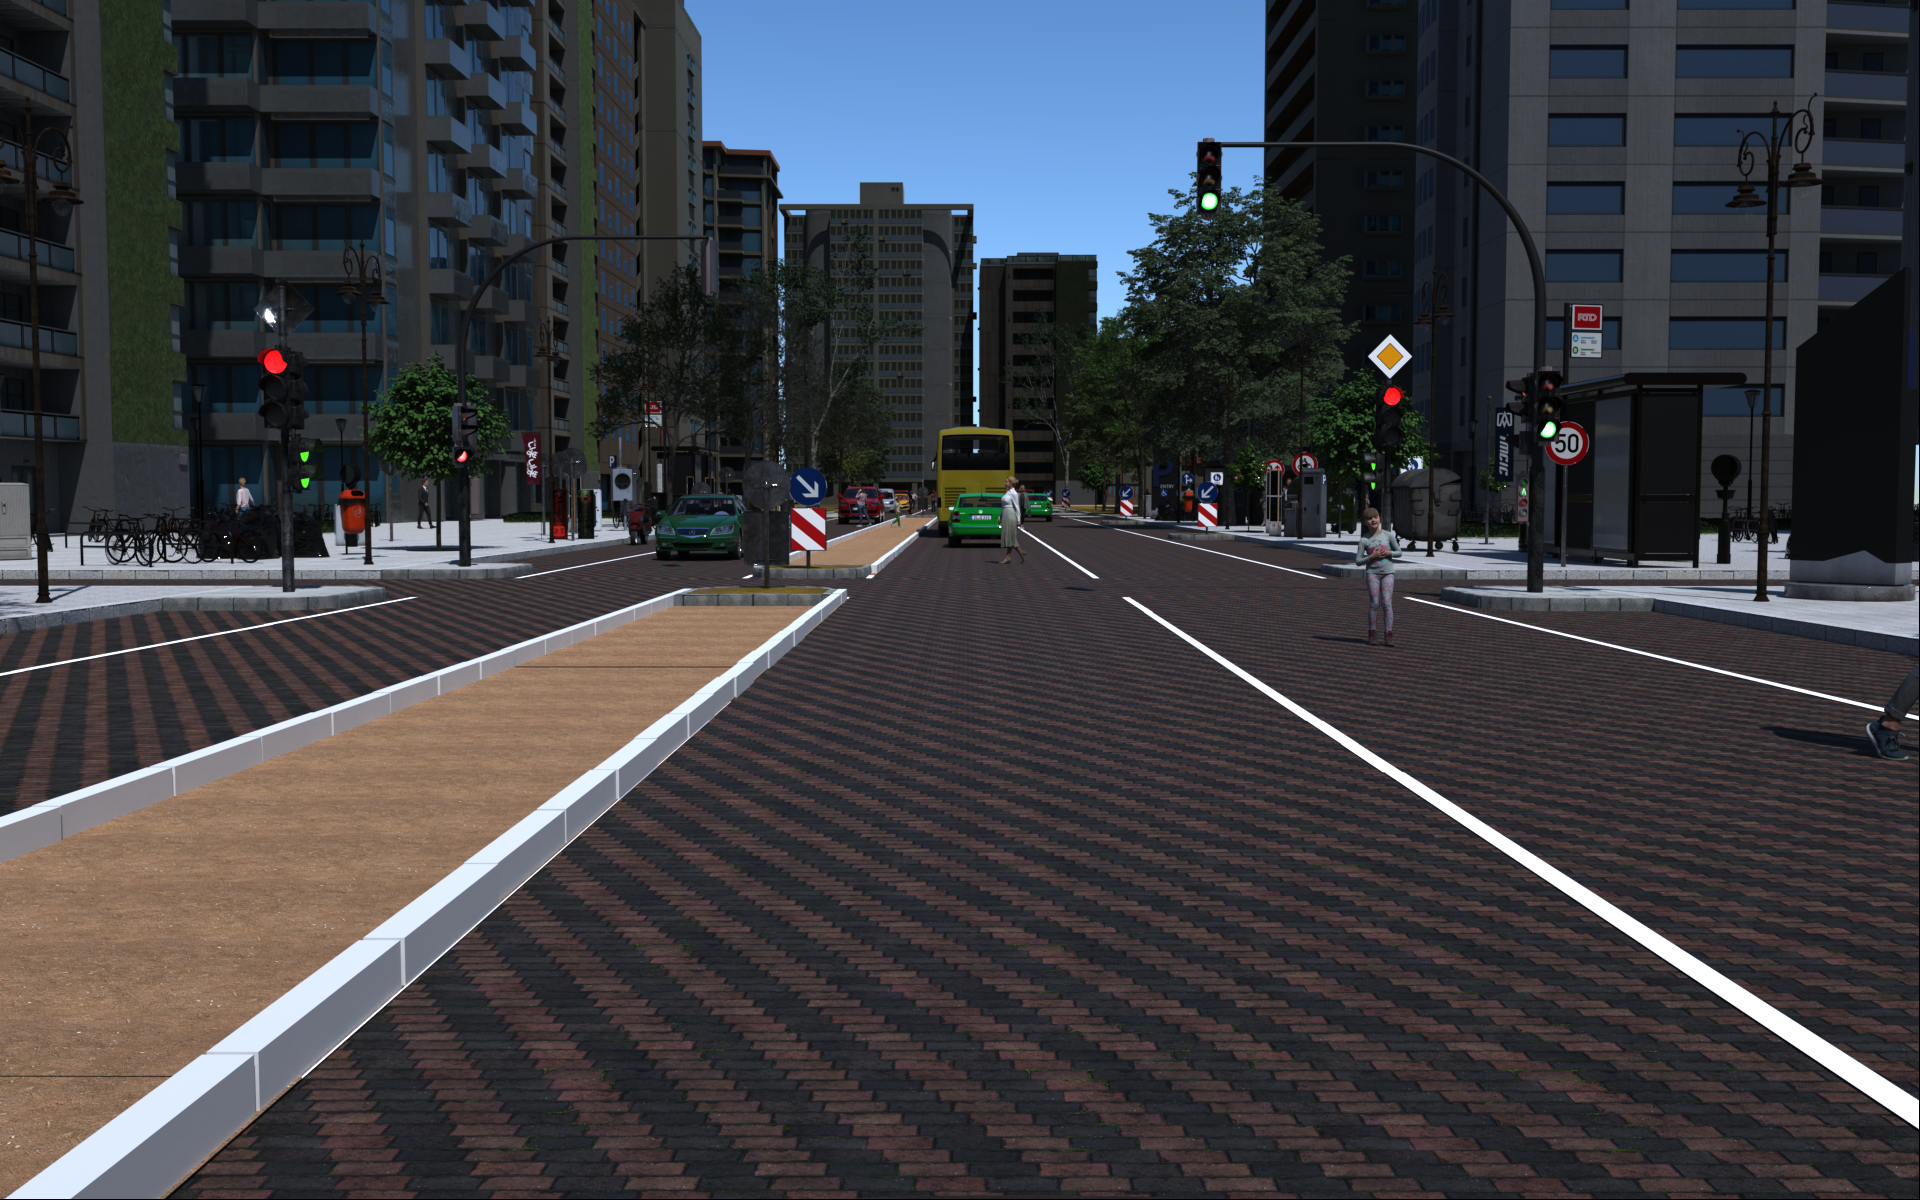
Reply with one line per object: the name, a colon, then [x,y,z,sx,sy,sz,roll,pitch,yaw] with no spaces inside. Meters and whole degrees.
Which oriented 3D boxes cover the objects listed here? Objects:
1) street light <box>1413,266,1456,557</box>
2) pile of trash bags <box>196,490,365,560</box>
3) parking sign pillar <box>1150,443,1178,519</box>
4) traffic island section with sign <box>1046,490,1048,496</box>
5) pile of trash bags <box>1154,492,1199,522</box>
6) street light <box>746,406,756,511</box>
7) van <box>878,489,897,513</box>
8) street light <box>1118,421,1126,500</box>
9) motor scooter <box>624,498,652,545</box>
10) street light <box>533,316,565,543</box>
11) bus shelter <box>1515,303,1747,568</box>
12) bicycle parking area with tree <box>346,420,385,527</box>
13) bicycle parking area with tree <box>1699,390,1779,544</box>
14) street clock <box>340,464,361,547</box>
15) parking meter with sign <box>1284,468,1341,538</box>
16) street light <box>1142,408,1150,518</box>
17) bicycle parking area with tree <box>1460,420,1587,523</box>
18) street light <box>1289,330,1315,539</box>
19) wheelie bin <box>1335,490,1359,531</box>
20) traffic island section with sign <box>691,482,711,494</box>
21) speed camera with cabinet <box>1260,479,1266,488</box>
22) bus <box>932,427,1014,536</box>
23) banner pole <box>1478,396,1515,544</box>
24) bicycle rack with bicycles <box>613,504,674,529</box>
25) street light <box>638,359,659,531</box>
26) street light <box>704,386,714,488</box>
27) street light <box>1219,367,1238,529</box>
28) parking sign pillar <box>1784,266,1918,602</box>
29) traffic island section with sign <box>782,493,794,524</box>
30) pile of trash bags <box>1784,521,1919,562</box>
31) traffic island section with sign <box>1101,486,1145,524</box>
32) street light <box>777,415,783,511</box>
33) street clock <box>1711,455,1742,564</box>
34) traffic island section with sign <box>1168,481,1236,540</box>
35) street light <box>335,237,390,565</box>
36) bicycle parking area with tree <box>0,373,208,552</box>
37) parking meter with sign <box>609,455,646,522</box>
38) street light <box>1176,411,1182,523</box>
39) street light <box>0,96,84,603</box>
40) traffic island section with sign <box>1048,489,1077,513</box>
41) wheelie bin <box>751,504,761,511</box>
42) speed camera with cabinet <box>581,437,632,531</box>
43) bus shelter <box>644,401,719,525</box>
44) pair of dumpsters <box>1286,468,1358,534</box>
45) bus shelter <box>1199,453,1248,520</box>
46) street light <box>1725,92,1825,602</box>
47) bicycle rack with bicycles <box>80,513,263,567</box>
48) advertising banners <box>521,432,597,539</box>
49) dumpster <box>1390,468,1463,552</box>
street light: [9.608,-3.819,35.224,0.468,5.910,1.993,0,4,0]
pile of trash bags: [-13.636,-1.568,35.382,1.912,1.369,3.447,3,4,36]
parking sign pillar: [10.408,-6.086,87.977,1.447,3.967,1.447,1,4,19]
traffic island section with sign: [8.127,-9.278,160.317,1.989,1.847,2.006,0,4,0]
pile of trash bags: [10.490,-4.436,82.289,1.912,1.369,3.447,0,4,-8]
street light: [-10.619,-7.017,87.514,0.468,5.910,1.993,0,4,0]
van: [-5.703,-7.608,131.399,2.013,2.044,4.112,0,3,0]
street light: [9.827,-8.076,104.837,0.468,5.910,1.993,0,4,0]
motor scooter: [-9.099,-2.224,49.138,0.815,1.314,1.986,0,4,1]
street light: [-10.692,-4.428,45.187,0.468,5.910,1.993,0,4,0]
bus shelter: [12.496,-3.455,34.120,2.179,5.291,8.768,0,4,0]
bicycle parking area with tree: [-26.110,-4.795,65.403,8.231,4.147,9.016,0,4,2]
bicycle parking area with tree: [24.377,-3.701,47.508,8.231,4.147,9.016,1,4,17]
street clock: [-14.818,-2.298,42.149,0.471,2.002,0.358,2,4,25]
parking meter with sign: [10.413,-3.348,51.004,1.738,3.016,0.543,2,4,34]
street light: [9.722,-7.226,90.938,0.468,5.910,1.993,0,4,0]
bicycle parking area with tree: [22.438,-4.953,67.985,8.231,4.147,9.016,0,4,-3]
street light: [9.661,-4.662,49.013,0.468,5.910,1.993,0,4,0]
wheelie bin: [13.445,-3.205,60.302,0.693,1.594,0.980,-3,5,-40]
traffic island section with sign: [-8.354,-2.890,55.880,1.989,1.847,2.006,0,4,0]
speed camera with cabinet: [13.865,-5.066,77.168,0.660,3.252,2.038,-3,5,-43]
bus: [0.418,-4.325,62.256,2.896,3.916,12.252,0,4,-1]
banner pole: [13.671,-3.306,44.069,0.863,3.779,0.401,1,4,22]
bicycle rack with bicycles: [-11.398,-3.100,64.068,2.852,0.926,2.925,-2,4,-24]
street light: [-10.675,-5.302,59.470,0.468,5.910,1.993,0,4,0]
street light: [-10.584,-6.145,73.258,0.468,5.910,1.993,0,4,0]
street light: [9.725,-5.505,62.801,0.468,5.910,1.993,0,4,0]
parking sign pillar: [10.949,-2.003,21.215,1.447,3.967,1.447,-3,4,-37]
traffic island section with sign: [-8.222,-4.556,83.114,1.989,1.847,2.006,0,4,0]
pile of trash bags: [18.034,-1.459,33.604,3.447,1.369,1.912,0,3,0]
traffic island section with sign: [7.789,-4.543,82.906,1.989,1.847,2.006,0,4,0]
street light: [-10.494,-7.871,101.473,0.468,5.910,1.993,0,4,0]
street clock: [14.050,-1.666,31.804,0.471,2.002,0.358,3,5,42]
traffic island section with sign: [7.675,-2.850,55.228,1.989,1.847,2.006,0,4,0]
street light: [-10.781,-3.585,31.399,0.468,5.910,1.993,0,4,0]
bicycle parking area with tree: [-21.230,-3.430,43.082,8.231,4.147,9.016,-3,5,-42]
parking meter with sign: [-15.014,-5.033,78.551,1.738,3.016,0.543,-3,5,-42]
street light: [9.753,-6.380,77.094,0.468,5.910,1.993,0,4,0]
street light: [-10.830,-2.906,20.297,0.468,5.910,1.993,0,4,0]
traffic island section with sign: [8.007,-7.628,133.351,1.989,1.847,2.006,0,4,0]
wheelie bin: [-11.829,-5.623,99.842,0.693,1.594,0.980,2,4,31]
speed camera with cabinet: [-12.379,-4.003,59.791,2.038,3.252,0.660,-1,4,-20]
bus shelter: [-12.435,-6.079,77.028,2.179,5.291,8.768,0,4,0]
pair of dumpsters: [12.003,-3.360,57.424,1.574,2.255,4.437,0,4,0]
bus shelter: [13.407,-5.713,87.326,2.014,3.302,5.546,0,3,0]
street light: [9.579,-2.920,20.525,0.468,5.910,1.993,0,4,0]
bicycle rack with bicycles: [-14.672,-1.118,31.668,2.925,0.926,2.852,2,4,27]
advertising banners: [-11.386,-3.244,49.232,2.074,3.025,0.090,-1,4,-9]
dumpster: [10.543,-2.041,39.123,1.264,1.857,1.865,0,4,0]
